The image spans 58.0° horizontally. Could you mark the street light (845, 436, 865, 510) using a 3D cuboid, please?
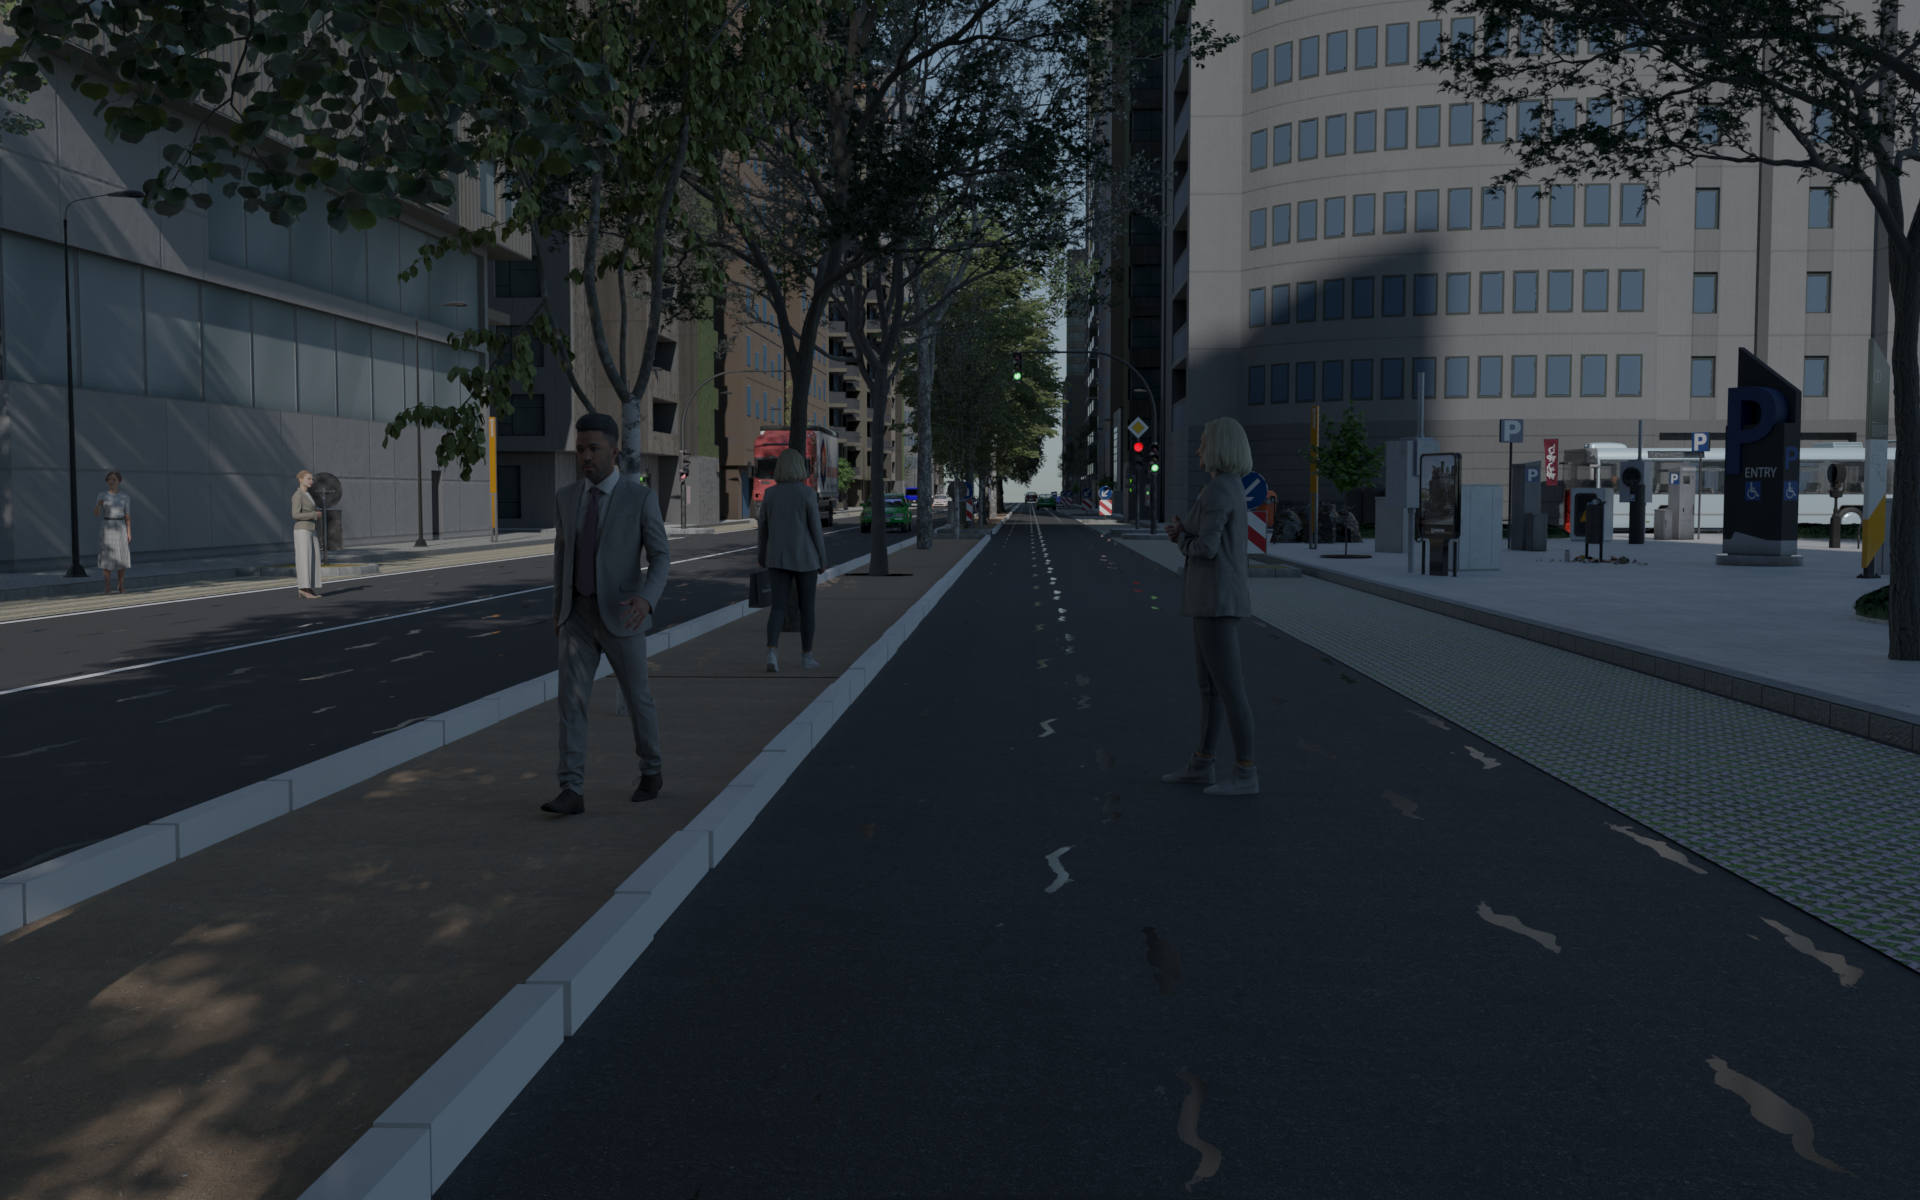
[{"bbox_3d":[-8.630,-10.251,140.141,1.470,5.913,1.316,0,4,2],"label":"street light"}]

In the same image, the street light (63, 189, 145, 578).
[{"bbox_3d":[-13.128,-3.305,26.579,1.470,5.913,1.316,0,4,2],"label":"street light"}]

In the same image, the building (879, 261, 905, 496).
[{"bbox_3d":[-14.014,-26.440,203.993,14.160,30.474,14.107,0,4,2],"label":"building"}]

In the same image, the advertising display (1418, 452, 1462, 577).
[{"bbox_3d":[7.529,-1.344,27.186,0.123,1.923,0.974,-1,4,-19],"label":"advertising display"}]

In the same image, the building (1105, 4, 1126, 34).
[{"bbox_3d":[19.414,-30.393,147.038,14.600,45.320,14.200,0,4,2],"label":"building"}]

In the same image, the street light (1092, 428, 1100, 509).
[{"bbox_3d":[10.251,-9.133,121.873,1.470,5.913,1.316,0,4,2],"label":"street light"}]

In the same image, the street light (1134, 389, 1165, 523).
[{"bbox_3d":[8.402,-6.380,76.858,1.470,5.913,1.316,0,4,2],"label":"street light"}]

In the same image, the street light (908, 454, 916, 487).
[{"bbox_3d":[-6.180,-13.940,200.452,1.470,5.913,1.316,0,4,2],"label":"street light"}]

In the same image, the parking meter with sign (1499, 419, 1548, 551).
[{"bbox_3d":[12.883,-2.642,39.458,0.543,3.016,1.738,0,4,-6],"label":"parking meter with sign"}]

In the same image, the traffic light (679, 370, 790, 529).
[{"bbox_3d":[-8.059,-5.438,63.577,4.771,5.953,1.251,0,4,2],"label":"traffic light"}]

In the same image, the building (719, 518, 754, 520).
[{"bbox_3d":[-17.272,-26.998,91.529,14.600,45.320,14.200,0,4,2],"label":"building"}]

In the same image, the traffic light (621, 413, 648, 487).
[{"bbox_3d":[-10.470,-4.081,55.646,0.839,4.253,0.868,0,4,2],"label":"traffic light"}]

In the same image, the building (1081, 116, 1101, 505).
[{"bbox_3d":[26.082,-35.356,197.684,23.786,49.044,30.456,0,4,2],"label":"building"}]

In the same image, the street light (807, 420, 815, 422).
[{"bbox_3d":[-9.764,-8.315,108.485,1.470,5.913,1.316,0,4,2],"label":"street light"}]

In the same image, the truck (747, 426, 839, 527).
[{"bbox_3d":[-6.889,-5.154,73.174,2.839,4.237,11.283,0,4,2],"label":"truck"}]

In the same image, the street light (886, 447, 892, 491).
[{"bbox_3d":[-7.391,-12.077,169.997,1.470,5.913,1.316,0,4,2],"label":"street light"}]

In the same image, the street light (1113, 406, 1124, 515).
[{"bbox_3d":[9.030,-7.293,91.786,1.470,5.913,1.316,0,4,2],"label":"street light"}]

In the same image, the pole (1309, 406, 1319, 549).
[{"bbox_3d":[8.218,-2.834,40.182,0.158,3.312,0.155,0,3,0],"label":"pole"}]

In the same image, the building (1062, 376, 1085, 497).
[{"bbox_3d":[29.875,-25.879,268.158,27.650,21.520,28.899,0,4,2],"label":"building"}]

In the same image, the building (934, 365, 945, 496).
[{"bbox_3d":[-9.935,-31.565,287.786,14.160,30.474,14.107,0,4,2],"label":"building"}]

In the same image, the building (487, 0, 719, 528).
[{"bbox_3d":[-18.037,-18.237,69.883,14.160,30.474,14.107,0,4,2],"label":"building"}]

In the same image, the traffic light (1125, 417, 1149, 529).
[{"bbox_3d":[6.446,-4.530,62.983,0.839,4.253,0.868,0,4,2],"label":"traffic light"}]

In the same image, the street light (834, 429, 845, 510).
[{"bbox_3d":[-9.203,-9.235,123.532,1.470,5.913,1.316,0,4,2],"label":"street light"}]

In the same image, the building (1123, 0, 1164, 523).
[{"bbox_3d":[15.651,-19.573,91.715,14.160,30.474,14.107,0,4,2],"label":"building"}]

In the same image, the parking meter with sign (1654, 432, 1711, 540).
[{"bbox_3d":[20.176,-3.193,48.470,1.738,3.016,0.543,-2,4,-31],"label":"parking meter with sign"}]

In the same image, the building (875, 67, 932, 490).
[{"bbox_3d":[-15.642,-42.515,237.125,21.231,58.520,28.212,0,4,2],"label":"building"}]

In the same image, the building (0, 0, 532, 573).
[{"bbox_3d":[-26.983,-27.615,40.743,27.495,52.752,28.713,0,4,2],"label":"building"}]

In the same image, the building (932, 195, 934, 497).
[{"bbox_3d":[-15.227,-44.242,265.363,21.231,58.520,28.212,0,4,2],"label":"building"}]

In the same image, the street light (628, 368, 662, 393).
[{"bbox_3d":[-11.617,-5.575,63.700,1.470,5.913,1.316,0,4,2],"label":"street light"}]

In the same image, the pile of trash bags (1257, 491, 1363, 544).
[{"bbox_3d":[8.914,-2.175,45.309,3.447,1.369,1.912,-3,5,-42],"label":"pile of trash bags"}]

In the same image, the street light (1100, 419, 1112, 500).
[{"bbox_3d":[9.572,-8.221,106.947,1.470,5.913,1.316,0,4,2],"label":"street light"}]

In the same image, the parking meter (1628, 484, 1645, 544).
[{"bbox_3d":[17.355,-2.201,44.403,0.372,1.533,0.369,0,3,0],"label":"parking meter"}]

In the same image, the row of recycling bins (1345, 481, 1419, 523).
[{"bbox_3d":[13.340,-2.851,53.720,1.069,1.692,3.534,-2,4,-34],"label":"row of recycling bins"}]

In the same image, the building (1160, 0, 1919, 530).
[{"bbox_3d":[23.153,-32.329,70.586,28.212,58.520,21.231,0,4,2],"label":"building"}]

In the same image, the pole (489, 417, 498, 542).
[{"bbox_3d":[-12.382,-3.188,45.960,0.158,3.312,0.155,0,3,0],"label":"pole"}]

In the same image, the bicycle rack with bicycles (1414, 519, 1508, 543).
[{"bbox_3d":[13.236,-2.002,46.115,2.925,0.926,2.852,-2,4,-26],"label":"bicycle rack with bicycles"}]

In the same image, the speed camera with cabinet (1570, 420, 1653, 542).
[{"bbox_3d":[17.516,-3.196,46.590,0.660,3.252,2.038,-3,5,-44],"label":"speed camera with cabinet"}]

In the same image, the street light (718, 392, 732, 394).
[{"bbox_3d":[-11.013,-6.489,78.629,1.470,5.913,1.316,0,4,2],"label":"street light"}]

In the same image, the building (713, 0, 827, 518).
[{"bbox_3d":[-16.476,-28.352,113.673,14.600,45.320,14.200,0,4,2],"label":"building"}]

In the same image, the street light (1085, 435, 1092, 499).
[{"bbox_3d":[10.868,-10.066,137.116,1.470,5.913,1.316,0,4,2],"label":"street light"}]

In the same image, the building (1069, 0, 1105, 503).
[{"bbox_3d":[25.840,-49.164,242.074,20.563,71.187,20.611,0,4,2],"label":"building"}]

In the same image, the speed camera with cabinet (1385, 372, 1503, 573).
[{"bbox_3d":[8.046,-2.104,28.734,2.038,3.252,0.660,-2,4,-25],"label":"speed camera with cabinet"}]

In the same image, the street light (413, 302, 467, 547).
[{"bbox_3d":[-12.582,-4.245,41.947,1.470,5.913,1.316,0,4,2],"label":"street light"}]

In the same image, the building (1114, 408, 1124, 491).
[{"bbox_3d":[22.811,-49.393,120.241,22.319,86.520,31.000,0,4,2],"label":"building"}]

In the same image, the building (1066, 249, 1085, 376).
[{"bbox_3d":[24.748,-37.064,289.591,14.154,41.232,14.086,0,4,2],"label":"building"}]

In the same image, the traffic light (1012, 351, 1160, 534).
[{"bbox_3d":[4.035,-4.910,54.946,4.771,5.953,1.251,0,4,2],"label":"traffic light"}]

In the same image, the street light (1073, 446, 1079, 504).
[{"bbox_3d":[12.061,-12.001,168.757,1.470,5.913,1.316,0,4,2],"label":"street light"}]

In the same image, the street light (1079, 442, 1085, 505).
[{"bbox_3d":[11.588,-11.088,153.823,1.470,5.913,1.316,0,4,2],"label":"street light"}]

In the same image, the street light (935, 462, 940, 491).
[{"bbox_3d":[-3.509,-18.109,268.621,1.470,5.913,1.316,0,4,2],"label":"street light"}]

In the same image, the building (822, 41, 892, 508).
[{"bbox_3d":[-18.827,-32.249,181.903,22.147,44.769,28.867,0,4,2],"label":"building"}]

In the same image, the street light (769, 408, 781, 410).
[{"bbox_3d":[-10.346,-7.401,93.555,1.470,5.913,1.316,0,4,2],"label":"street light"}]
